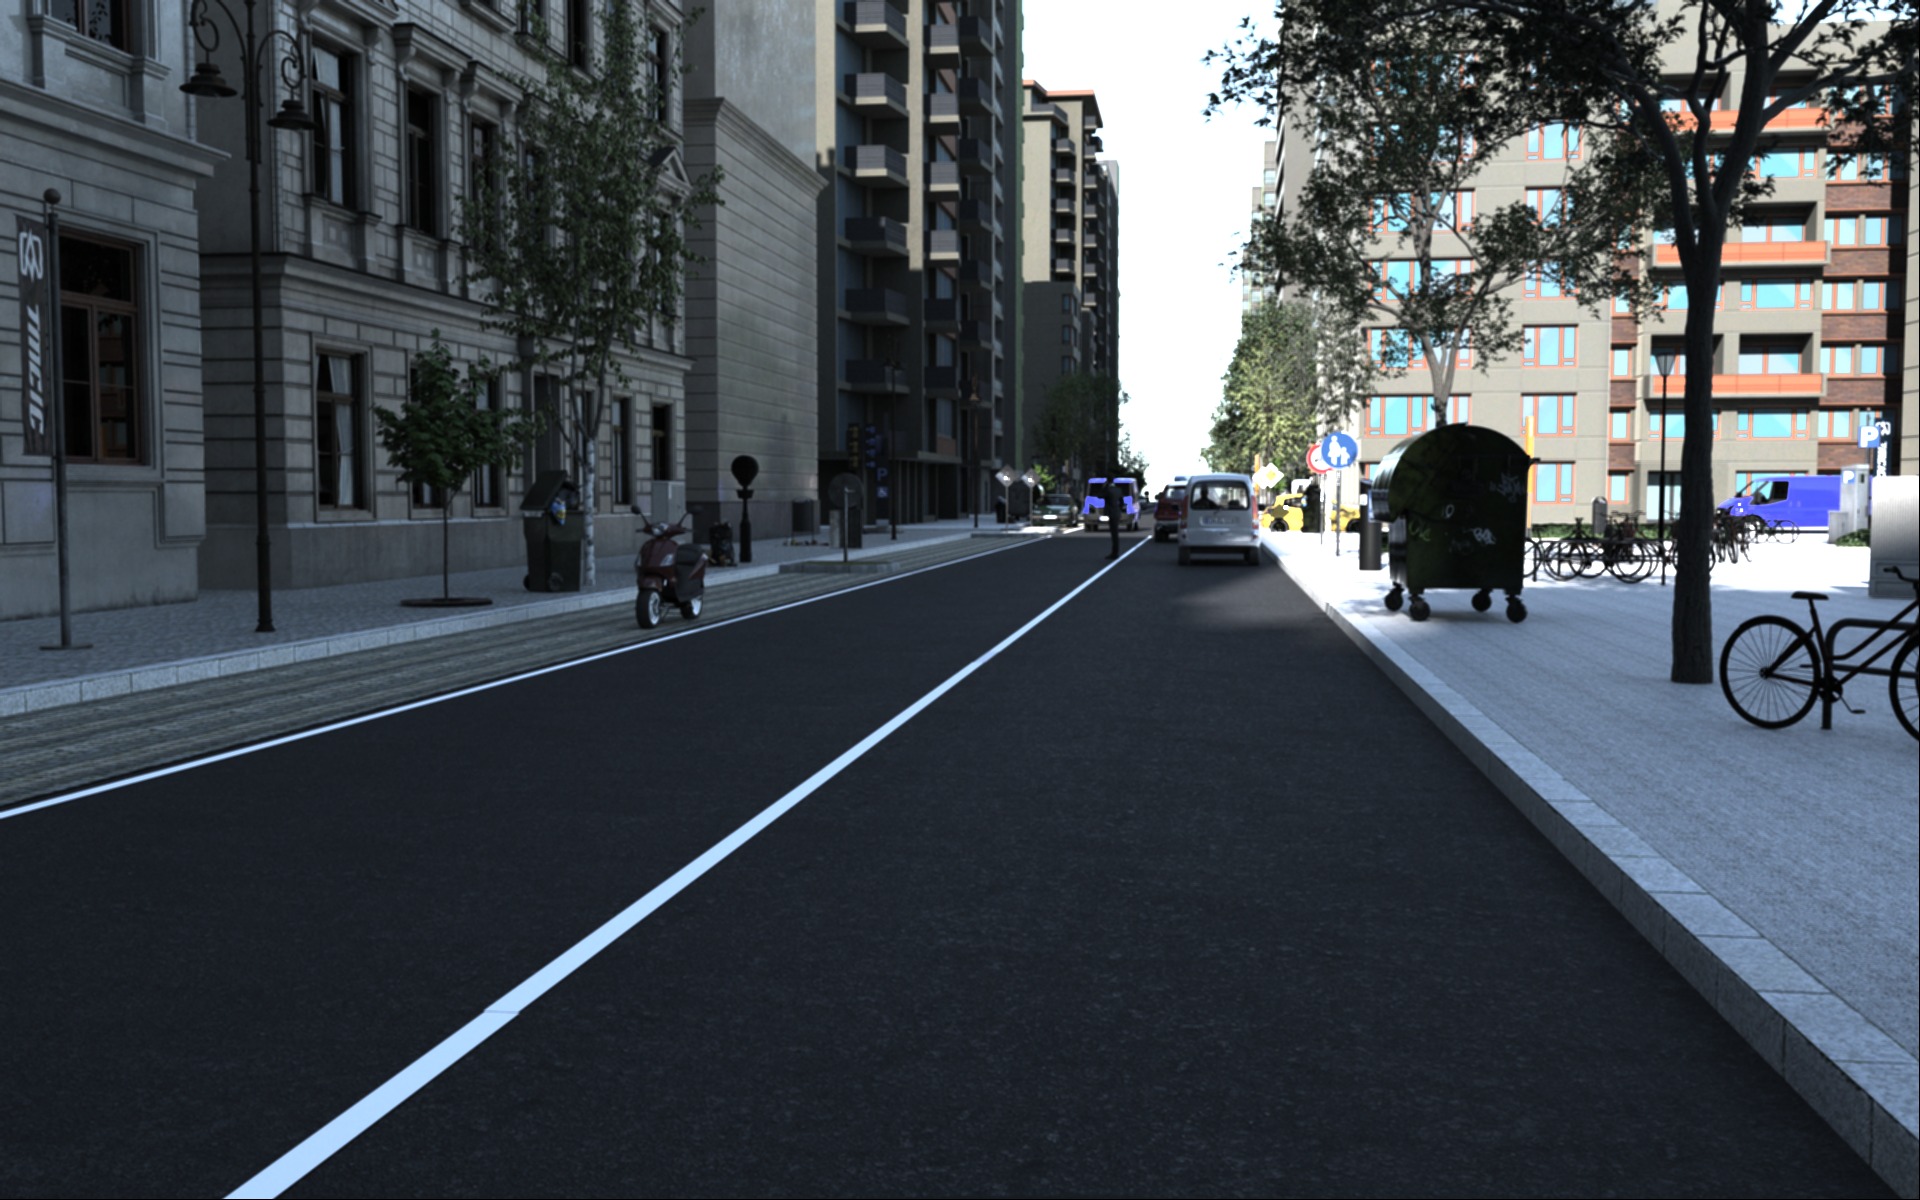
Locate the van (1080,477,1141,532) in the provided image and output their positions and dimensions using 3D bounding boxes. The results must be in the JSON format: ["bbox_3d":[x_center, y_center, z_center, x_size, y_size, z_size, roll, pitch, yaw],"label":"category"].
[{"bbox_3d":[5.896,-3.833,67.051,2.240,2.365,5.245,1,4,9],"label":"van"}]

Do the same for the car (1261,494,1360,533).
[{"bbox_3d":[12.294,-2.992,59.141,3.980,1.641,2.015,1,4,9],"label":"car"}]

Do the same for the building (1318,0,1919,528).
[{"bbox_3d":[31.223,-14.113,75.792,28.899,21.520,27.650,1,4,8],"label":"building"}]

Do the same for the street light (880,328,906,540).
[{"bbox_3d":[-1.857,-4.631,48.504,0.468,5.910,1.993,1,4,8],"label":"street light"}]

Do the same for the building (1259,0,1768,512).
[{"bbox_3d":[37.491,-26.206,120.345,32.217,40.220,23.993,1,4,8],"label":"building"}]

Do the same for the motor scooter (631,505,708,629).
[{"bbox_3d":[-3.173,-0.385,19.064,0.815,1.314,1.986,1,4,9],"label":"motor scooter"}]

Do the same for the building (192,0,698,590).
[{"bbox_3d":[-12.283,-10.246,32.157,10.561,19.102,19.286,1,4,8],"label":"building"}]

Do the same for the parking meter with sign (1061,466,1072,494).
[{"bbox_3d":[6.487,-6.646,104.926,0.543,3.016,1.738,0,4,-3],"label":"parking meter with sign"}]

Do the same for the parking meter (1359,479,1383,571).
[{"bbox_3d":[6.872,-1.258,28.985,0.372,1.533,0.369,0,3,0],"label":"parking meter"}]

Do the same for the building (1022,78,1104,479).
[{"bbox_3d":[3.877,-32.479,185.656,22.147,44.769,28.867,1,4,8],"label":"building"}]

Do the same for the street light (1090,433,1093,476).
[{"bbox_3d":[9.835,-9.577,129.378,0.468,5.910,1.993,1,4,8],"label":"street light"}]

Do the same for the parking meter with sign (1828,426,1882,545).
[{"bbox_3d":[22.727,-2.924,44.067,1.738,3.016,0.543,-3,4,-38],"label":"parking meter with sign"}]

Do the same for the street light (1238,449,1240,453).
[{"bbox_3d":[23.841,-10.779,149.030,0.468,5.910,1.993,1,4,8],"label":"street light"}]

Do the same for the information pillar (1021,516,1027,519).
[{"bbox_3d":[3.363,-5.288,90.954,0.304,2.012,0.304,1,4,14],"label":"information pillar"}]

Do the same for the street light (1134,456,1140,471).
[{"bbox_3d":[20.806,-14.250,205.777,0.468,5.910,1.993,1,4,8],"label":"street light"}]

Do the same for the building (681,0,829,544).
[{"bbox_3d":[-17.263,-15.499,50.668,25.104,27.353,12.463,1,4,8],"label":"building"}]

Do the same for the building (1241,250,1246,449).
[{"bbox_3d":[53.695,-36.961,287.900,14.154,41.232,14.086,1,4,8],"label":"building"}]

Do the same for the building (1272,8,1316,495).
[{"bbox_3d":[39.199,-32.450,154.259,21.300,48.544,21.600,1,4,8],"label":"building"}]

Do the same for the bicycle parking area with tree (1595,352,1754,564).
[{"bbox_3d":[16.786,-2.898,34.389,8.231,4.147,9.016,2,4,33],"label":"bicycle parking area with tree"}]

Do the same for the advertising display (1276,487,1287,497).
[{"bbox_3d":[17.078,-5.302,91.908,0.123,1.923,0.974,3,5,41],"label":"advertising display"}]

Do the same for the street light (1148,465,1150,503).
[{"bbox_3d":[28.027,-17.352,256.487,0.468,5.910,1.993,1,4,8],"label":"street light"}]

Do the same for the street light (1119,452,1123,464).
[{"bbox_3d":[16.243,-12.312,174.083,0.468,5.910,1.993,1,4,8],"label":"street light"}]

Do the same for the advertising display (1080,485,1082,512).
[{"bbox_3d":[8.995,-7.488,127.646,0.123,1.923,0.974,1,4,11],"label":"advertising display"}]

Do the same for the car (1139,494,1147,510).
[{"bbox_3d":[15.819,-8.776,155.489,2.014,1.417,4.499,0,4,6],"label":"car"}]

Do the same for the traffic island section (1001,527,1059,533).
[{"bbox_3d":[2.672,-2.649,65.597,2.009,0.180,2.903,1,4,8],"label":"traffic island section"}]

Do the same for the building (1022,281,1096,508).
[{"bbox_3d":[-2.424,-19.095,157.237,27.650,21.520,28.899,1,4,8],"label":"building"}]

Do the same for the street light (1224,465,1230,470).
[{"bbox_3d":[35.903,-15.911,232.926,0.468,5.910,1.993,1,4,8],"label":"street light"}]

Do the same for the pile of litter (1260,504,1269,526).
[{"bbox_3d":[12.494,-3.433,70.098,1.176,0.858,1.719,1,4,14],"label":"pile of litter"}]

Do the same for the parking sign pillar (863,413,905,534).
[{"bbox_3d":[-2.549,-4.181,56.835,1.447,3.967,1.447,0,4,-2],"label":"parking sign pillar"}]

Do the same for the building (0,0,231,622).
[{"bbox_3d":[-15.401,-10.701,11.117,11.583,22.565,21.152,1,4,8],"label":"building"}]

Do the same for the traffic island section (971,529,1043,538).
[{"bbox_3d":[1.538,-2.166,57.693,2.009,0.180,2.903,1,4,8],"label":"traffic island section"}]

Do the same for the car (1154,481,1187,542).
[{"bbox_3d":[7.089,-2.734,53.369,2.281,1.827,5.304,1,4,9],"label":"car"}]

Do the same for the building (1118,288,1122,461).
[{"bbox_3d":[13.900,-36.490,288.490,32.217,40.220,23.993,1,4,8],"label":"building"}]

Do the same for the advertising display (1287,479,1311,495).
[{"bbox_3d":[14.404,-4.166,73.332,0.974,1.923,0.123,-1,4,-23],"label":"advertising display"}]

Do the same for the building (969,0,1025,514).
[{"bbox_3d":[-3.529,-26.245,112.702,14.154,41.232,14.086,1,4,8],"label":"building"}]

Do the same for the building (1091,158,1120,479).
[{"bbox_3d":[11.560,-31.978,206.426,14.154,41.232,14.086,1,4,8],"label":"building"}]

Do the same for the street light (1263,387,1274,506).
[{"bbox_3d":[13.151,-6.194,74.067,0.468,5.910,1.993,1,4,8],"label":"street light"}]

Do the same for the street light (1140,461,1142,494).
[{"bbox_3d":[23.411,-15.382,224.287,0.468,5.910,1.993,1,4,8],"label":"street light"}]

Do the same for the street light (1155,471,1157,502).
[{"bbox_3d":[32.567,-19.290,288.184,0.468,5.910,1.993,1,4,8],"label":"street light"}]

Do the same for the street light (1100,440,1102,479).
[{"bbox_3d":[11.572,-10.374,142.405,0.468,5.910,1.993,1,4,8],"label":"street light"}]

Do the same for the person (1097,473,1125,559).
[{"bbox_3d":[3.328,-1.863,38.327,0.474,1.900,0.648,2,4,28],"label":"person"}]

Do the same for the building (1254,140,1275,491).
[{"bbox_3d":[42.140,-31.705,201.974,14.154,41.232,14.086,1,4,8],"label":"building"}]

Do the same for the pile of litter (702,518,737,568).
[{"bbox_3d":[-4.506,-1.035,30.884,1.176,0.858,1.719,0,4,5],"label":"pile of litter"}]

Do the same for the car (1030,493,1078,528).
[{"bbox_3d":[4.048,-3.914,73.784,2.009,1.686,4.222,1,4,9],"label":"car"}]

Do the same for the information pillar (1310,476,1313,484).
[{"bbox_3d":[17.440,-5.785,85.937,0.183,3.616,0.504,1,4,17],"label":"information pillar"}]

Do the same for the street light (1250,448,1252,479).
[{"bbox_3d":[17.745,-8.133,105.756,0.468,5.910,1.993,1,4,8],"label":"street light"}]

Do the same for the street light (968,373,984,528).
[{"bbox_3d":[0.616,-5.701,66.004,0.468,5.910,1.993,1,4,8],"label":"street light"}]

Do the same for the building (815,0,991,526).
[{"bbox_3d":[-10.219,-26.221,83.344,22.147,44.769,28.867,1,4,8],"label":"building"}]

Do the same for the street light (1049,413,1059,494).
[{"bbox_3d":[5.296,-7.639,97.681,0.468,5.910,1.993,1,4,8],"label":"street light"}]

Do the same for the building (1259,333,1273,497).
[{"bbox_3d":[45.226,-20.515,180.464,27.650,21.520,28.899,1,4,8],"label":"building"}]

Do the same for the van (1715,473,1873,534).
[{"bbox_3d":[28.449,-3.326,58.765,5.245,2.365,2.240,0,4,7],"label":"van"}]

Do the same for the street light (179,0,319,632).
[{"bbox_3d":[-6.482,-2.642,15.983,0.468,5.910,1.993,1,4,8],"label":"street light"}]

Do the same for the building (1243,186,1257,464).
[{"bbox_3d":[45.600,-33.476,230.921,14.154,41.232,14.086,1,4,8],"label":"building"}]

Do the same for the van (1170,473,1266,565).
[{"bbox_3d":[5.415,-1.791,36.295,2.013,2.044,4.112,0,4,8],"label":"van"}]
